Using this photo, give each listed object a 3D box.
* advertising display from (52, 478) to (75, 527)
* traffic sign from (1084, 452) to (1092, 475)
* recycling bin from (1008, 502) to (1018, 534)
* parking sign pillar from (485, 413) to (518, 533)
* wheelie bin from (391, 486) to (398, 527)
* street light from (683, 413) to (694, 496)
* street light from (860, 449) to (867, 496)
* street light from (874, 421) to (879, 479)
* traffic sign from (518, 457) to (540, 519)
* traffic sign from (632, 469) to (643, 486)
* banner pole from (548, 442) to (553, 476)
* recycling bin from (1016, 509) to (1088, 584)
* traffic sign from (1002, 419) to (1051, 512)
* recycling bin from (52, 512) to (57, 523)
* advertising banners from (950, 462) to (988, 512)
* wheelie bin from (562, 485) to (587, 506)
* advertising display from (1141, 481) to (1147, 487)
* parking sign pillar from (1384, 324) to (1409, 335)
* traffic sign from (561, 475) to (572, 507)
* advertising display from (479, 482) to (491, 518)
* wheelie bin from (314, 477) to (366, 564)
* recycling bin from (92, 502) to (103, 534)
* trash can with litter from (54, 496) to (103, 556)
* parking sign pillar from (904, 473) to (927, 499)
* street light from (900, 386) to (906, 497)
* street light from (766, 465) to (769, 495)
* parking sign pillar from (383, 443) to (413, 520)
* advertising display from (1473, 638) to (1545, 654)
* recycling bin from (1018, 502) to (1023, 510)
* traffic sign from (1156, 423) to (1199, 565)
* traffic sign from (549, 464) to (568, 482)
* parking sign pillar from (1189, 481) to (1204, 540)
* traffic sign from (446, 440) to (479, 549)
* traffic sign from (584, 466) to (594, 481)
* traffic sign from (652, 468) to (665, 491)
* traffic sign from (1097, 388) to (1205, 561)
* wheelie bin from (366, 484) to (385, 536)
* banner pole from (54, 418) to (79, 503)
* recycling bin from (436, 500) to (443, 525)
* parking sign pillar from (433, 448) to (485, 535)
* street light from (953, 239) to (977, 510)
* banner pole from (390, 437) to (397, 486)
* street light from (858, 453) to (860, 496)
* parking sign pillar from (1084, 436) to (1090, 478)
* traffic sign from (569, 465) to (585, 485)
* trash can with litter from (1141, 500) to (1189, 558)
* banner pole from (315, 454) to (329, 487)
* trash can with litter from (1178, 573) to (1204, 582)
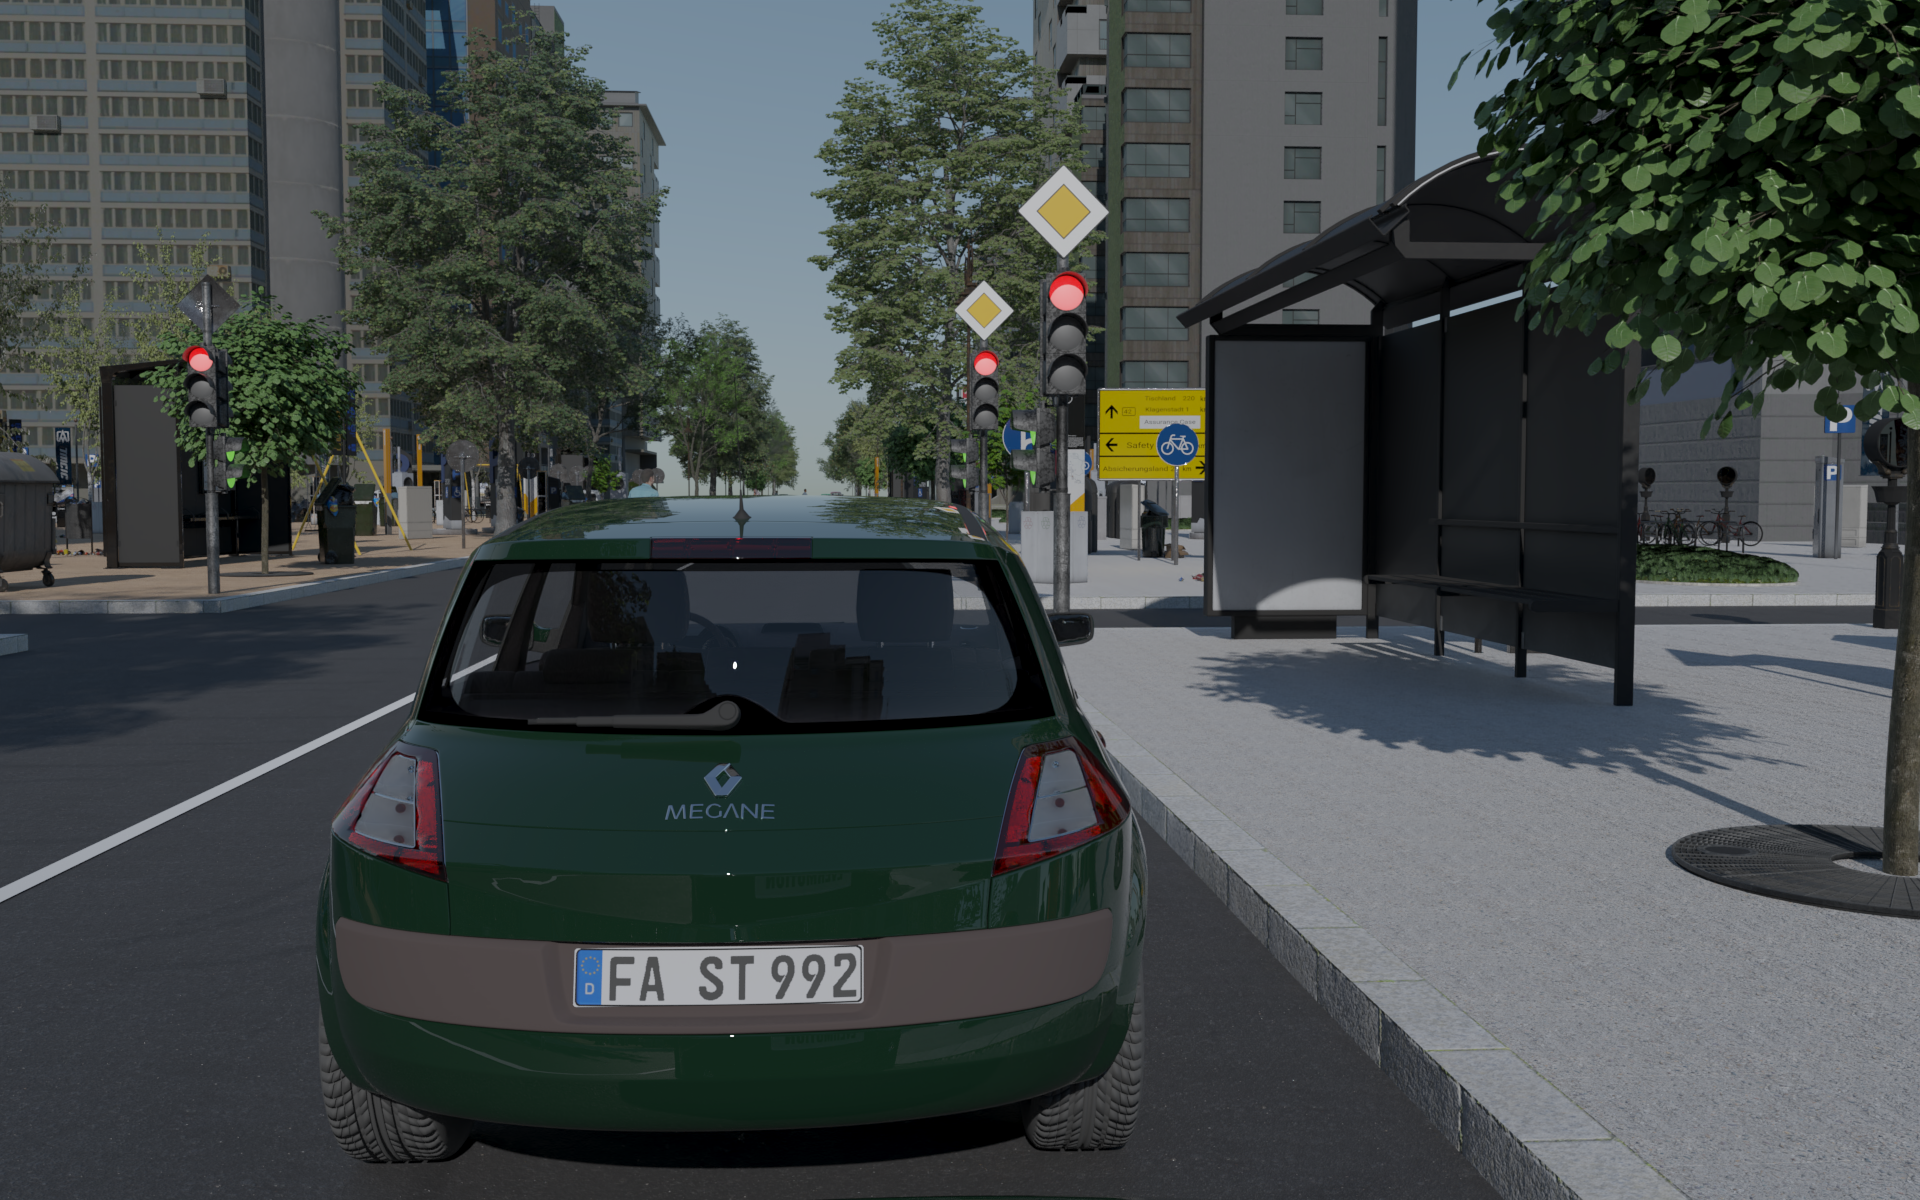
[{"bbox_3d":[-34.723,-3.774,66.917,0.123,1.923,0.974,3,4,36],"label":"advertising display"},{"bbox_3d":[3.449,-3.069,50.286,0.768,2.556,0.104,0,4,2],"label":"traffic sign"},{"bbox_3d":[2.022,-2.666,56.140,0.722,1.027,0.722,2,4,24],"label":"recycling bin"},{"bbox_3d":[-15.059,-4.199,57.120,1.447,3.967,1.447,-3,4,-37],"label":"parking sign pillar"},{"bbox_3d":[-22.582,-3.706,68.493,0.980,1.594,0.693,0,4,1],"label":"wheelie bin"},{"bbox_3d":[-15.490,-7.716,98.942,0.468,5.910,1.993,0,4,-4],"label":"street light"},{"bbox_3d":[-7.594,-10.238,140.180,0.468,5.910,1.993,0,4,-4],"label":"street light"},{"bbox_3d":[-5.241,-8.214,107.091,0.468,5.910,1.993,0,4,-4],"label":"street light"},{"bbox_3d":[-14.743,-3.617,59.237,0.768,2.556,0.104,0,4,-1],"label":"traffic sign"},{"bbox_3d":[-16.271,-5.372,87.942,0.768,2.556,0.104,0,4,1],"label":"traffic sign"},{"bbox_3d":[-18.783,-5.470,79.452,0.401,3.779,0.863,-2,4,-30],"label":"banner pole"},{"bbox_3d":[1.366,-0.767,25.101,0.722,1.027,0.722,3,5,45],"label":"recycling bin"},{"bbox_3d":[1.040,-1.635,26.835,0.768,2.556,0.104,0,4,1],"label":"traffic sign"},{"bbox_3d":[-40.495,-3.941,76.982,0.722,1.027,0.722,-3,5,-40],"label":"recycling bin"},{"bbox_3d":[0.100,-3.634,55.604,2.074,3.025,0.090,-3,5,-42],"label":"advertising banners"},{"bbox_3d":[-14.074,-3.369,62.998,0.980,1.594,0.693,-3,4,-37],"label":"wheelie bin"},{"bbox_3d":[7.018,-3.921,69.321,0.974,1.923,0.123,2,4,24],"label":"advertising display"},{"bbox_3d":[6.572,-2.228,24.902,1.447,3.967,1.447,3,5,42],"label":"parking sign pillar"},{"bbox_3d":[-18.636,-4.962,81.134,0.884,2.594,0.081,0,4,4],"label":"traffic sign"},{"bbox_3d":[-25.162,-5.341,92.534,0.974,1.923,0.123,0,4,-6],"label":"advertising display"},{"bbox_3d":[-11.467,-1.466,31.869,0.693,1.594,0.980,-2,4,-32],"label":"wheelie bin"},{"bbox_3d":[-27.771,-2.685,56.457,0.722,1.027,0.722,1,4,21],"label":"recycling bin"},{"bbox_3d":[-18.169,-1.553,36.441,2.233,1.210,1.678,0,4,-6],"label":"trash can with litter"},{"bbox_3d":[-1.832,-5.094,71.754,1.447,3.967,1.447,2,4,26],"label":"parking sign pillar"},{"bbox_3d":[-2.166,-5.604,64.416,0.468,5.910,1.993,0,4,-4],"label":"street light"},{"bbox_3d":[-23.784,-14.804,214.835,0.468,5.910,1.993,0,4,-4],"label":"street light"},{"bbox_3d":[-26.796,-5.759,82.627,1.447,3.967,1.447,-1,4,-20],"label":"parking sign pillar"},{"bbox_3d":[4.608,-0.532,13.916,0.974,1.923,0.123,0,4,3],"label":"advertising display"},{"bbox_3d":[2.028,-1.909,43.774,0.722,1.027,0.722,3,5,40],"label":"recycling bin"},{"bbox_3d":[3.905,-1.903,31.227,0.768,2.556,0.104,0,4,-2],"label":"traffic sign"},{"bbox_3d":[-16.861,-4.444,72.765,0.768,2.556,0.104,0,4,-1],"label":"traffic sign"},{"bbox_3d":[7.266,-3.721,49.306,1.447,3.967,1.447,3,4,36],"label":"parking sign pillar"},{"bbox_3d":[-11.665,-2.479,40.636,0.768,2.556,0.104,0,4,-1],"label":"traffic sign"},{"bbox_3d":[-16.490,-4.717,77.235,0.768,2.556,0.104,0,4,-1],"label":"traffic sign"},{"bbox_3d":[-14.749,-5.151,84.331,0.768,2.556,0.104,0,4,3],"label":"traffic sign"},{"bbox_3d":[3.767,-2.406,33.216,2.265,3.308,0.079,0,4,3],"label":"traffic sign"},{"bbox_3d":[-18.234,-2.759,53.023,0.980,1.594,0.693,0,4,-2],"label":"wheelie bin"},{"bbox_3d":[-29.485,-4.118,57.351,0.863,3.779,0.401,-1,4,-19],"label":"banner pole"},{"bbox_3d":[-21.057,-3.591,71.262,0.722,1.027,0.722,1,4,11],"label":"recycling bin"},{"bbox_3d":[-15.989,-4.045,54.615,1.447,3.967,1.447,-2,4,-28],"label":"parking sign pillar"},{"bbox_3d":[0.157,-3.597,31.593,0.468,5.910,1.993,0,4,-4],"label":"street light"},{"bbox_3d":[-24.745,-5.240,75.699,0.401,3.779,0.863,0,4,1],"label":"banner pole"},{"bbox_3d":[-9.909,-12.279,173.553,0.468,5.910,1.993,0,4,-4],"label":"street light"},{"bbox_3d":[5.918,-5.659,80.995,1.447,3.967,1.447,-1,4,-16],"label":"parking sign pillar"},{"bbox_3d":[-16.864,-4.665,76.381,0.768,2.556,0.104,0,4,1],"label":"traffic sign"},{"bbox_3d":[4.127,-1.439,34.912,1.055,1.170,0.624,3,5,39],"label":"trash can with litter"},{"bbox_3d":[-27.698,-5.202,75.071,0.401,3.779,0.863,2,4,35],"label":"banner pole"},{"bbox_3d":[4.026,-0.890,25.614,1.678,1.210,2.233,0,4,-7],"label":"trash can with litter"}]
